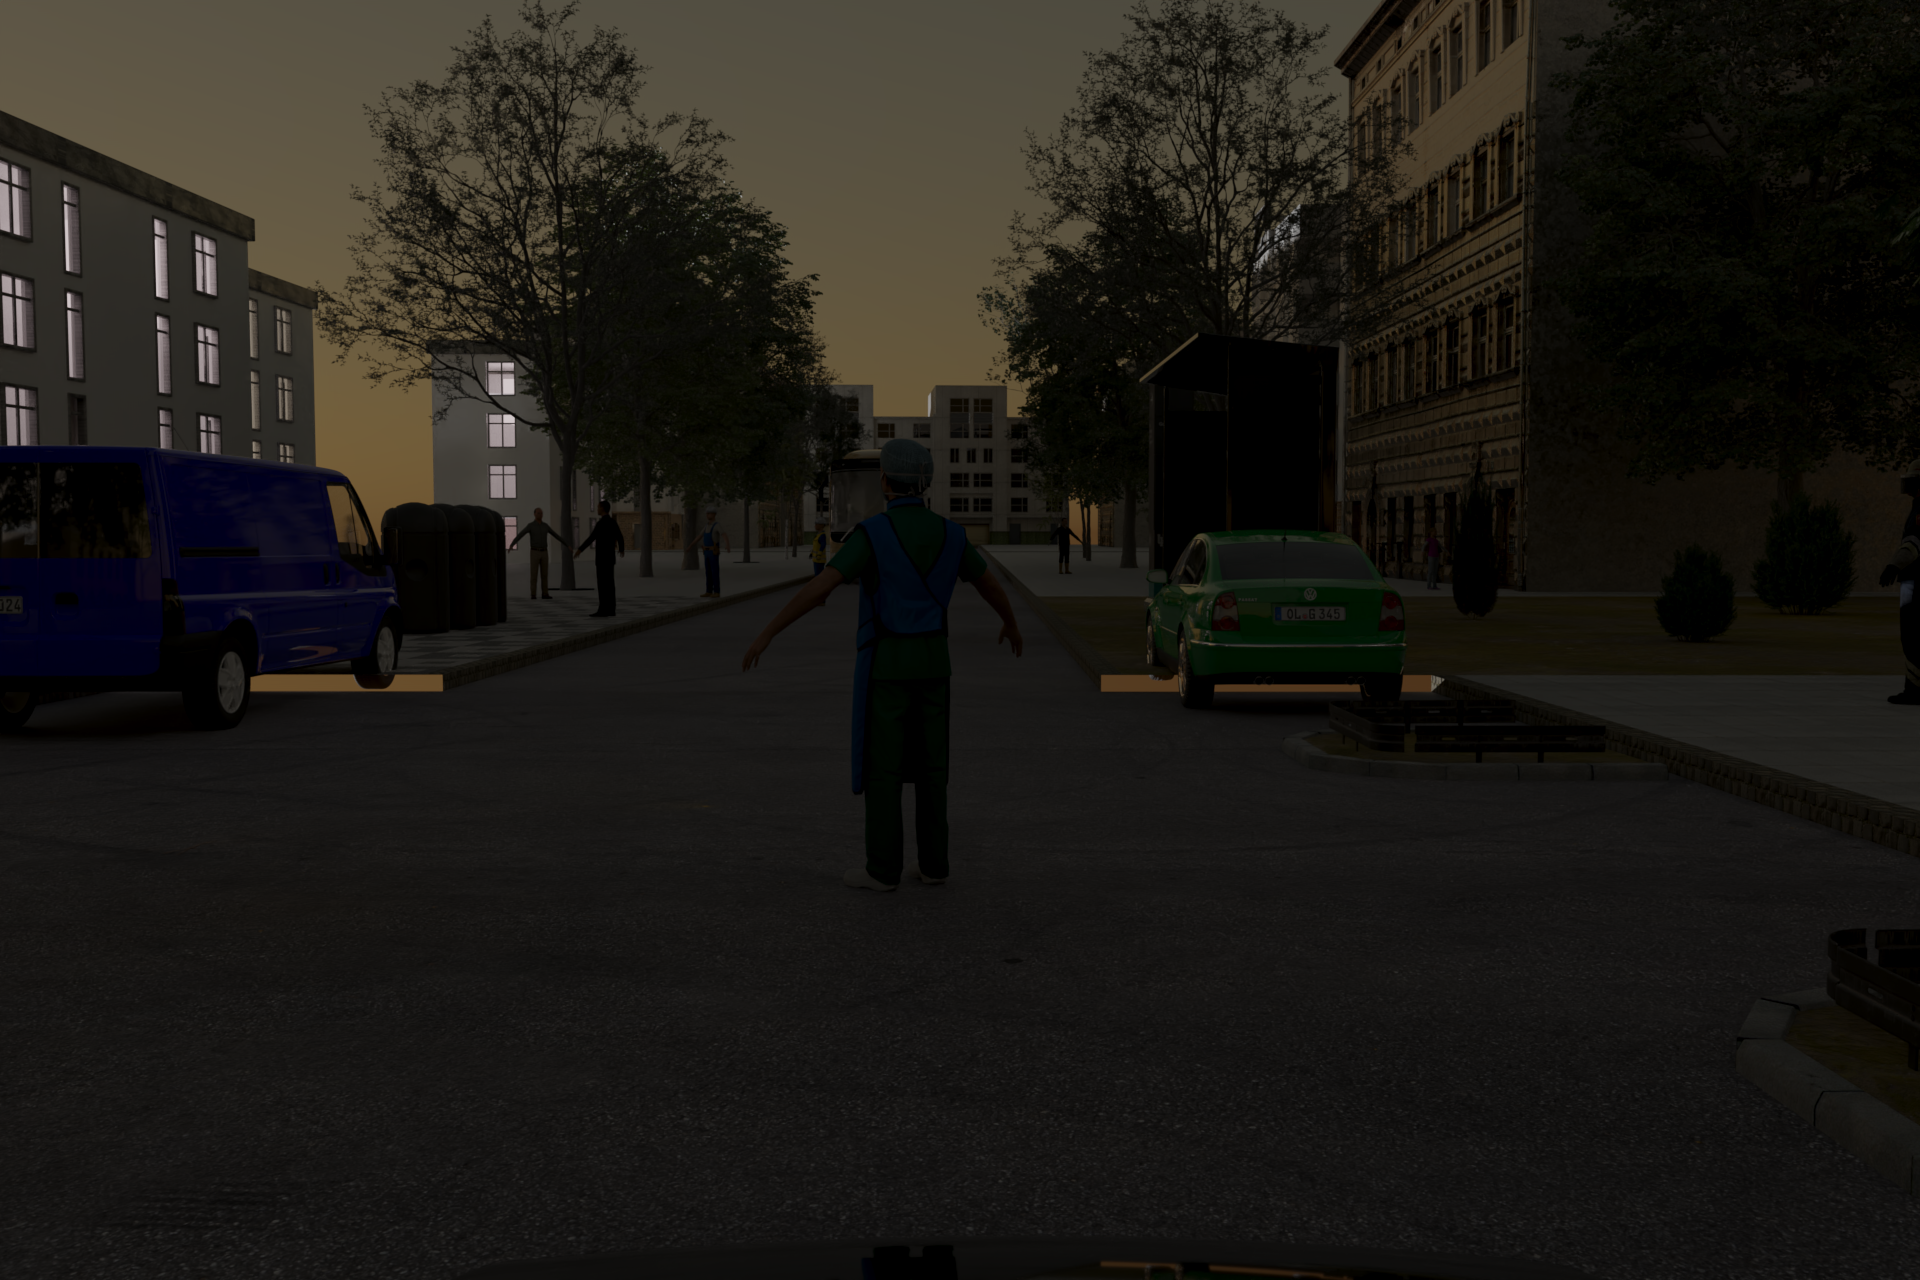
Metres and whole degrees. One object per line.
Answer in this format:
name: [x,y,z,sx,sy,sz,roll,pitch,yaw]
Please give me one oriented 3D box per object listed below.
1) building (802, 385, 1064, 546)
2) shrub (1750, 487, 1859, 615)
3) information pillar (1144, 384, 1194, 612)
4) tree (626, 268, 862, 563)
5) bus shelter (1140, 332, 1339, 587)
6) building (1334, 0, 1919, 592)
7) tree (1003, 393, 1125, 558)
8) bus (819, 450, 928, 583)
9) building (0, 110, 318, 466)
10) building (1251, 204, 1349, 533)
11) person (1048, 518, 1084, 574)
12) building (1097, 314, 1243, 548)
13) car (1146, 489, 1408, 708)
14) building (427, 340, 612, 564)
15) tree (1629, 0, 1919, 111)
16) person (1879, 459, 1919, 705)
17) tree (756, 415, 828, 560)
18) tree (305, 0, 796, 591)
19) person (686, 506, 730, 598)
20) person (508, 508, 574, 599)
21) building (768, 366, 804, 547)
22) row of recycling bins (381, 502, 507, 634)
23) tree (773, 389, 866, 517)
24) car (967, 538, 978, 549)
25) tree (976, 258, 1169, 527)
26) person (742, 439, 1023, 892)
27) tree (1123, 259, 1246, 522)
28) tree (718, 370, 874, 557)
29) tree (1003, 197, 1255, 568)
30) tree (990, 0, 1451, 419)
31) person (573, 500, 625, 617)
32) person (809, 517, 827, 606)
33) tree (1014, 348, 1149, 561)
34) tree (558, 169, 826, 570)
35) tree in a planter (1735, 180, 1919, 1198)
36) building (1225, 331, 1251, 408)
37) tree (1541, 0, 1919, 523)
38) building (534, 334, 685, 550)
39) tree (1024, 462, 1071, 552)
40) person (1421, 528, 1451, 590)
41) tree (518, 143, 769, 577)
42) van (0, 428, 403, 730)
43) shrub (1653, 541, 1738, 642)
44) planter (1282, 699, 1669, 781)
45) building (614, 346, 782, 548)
building: [-3.451,-21.000,212.263,31.486,18.905,16.747,0,4,-4]
shrub: [13.425,-1.415,27.557,1.690,2.028,1.600,0,3,0]
information pillar: [3.437,-2.378,28.251,0.750,3.857,0.750,0,4,-2]
tree: [-9.433,-10.172,76.690,12.009,13.543,11.850,0,3,0]
bus shelter: [3.611,-1.959,23.316,1.731,3.624,6.357,0,4,0]
building: [21.694,-13.194,46.658,19.493,23.208,18.063,0,3,0]
tree: [6.696,-9.679,92.671,8.767,10.594,7.601,0,4,-5]
bus: [-2.422,-3.825,54.084,2.896,3.916,12.252,0,4,0]
building: [-23.296,-6.371,46.313,9.099,9.664,28.070,0,4,1]
building: [22.078,-14.906,100.128,16.016,20.090,11.380,0,3,0]
person: [3.370,-3.029,55.669,1.346,1.812,0.704,-2,4,-29]
building: [23.875,-20.952,173.490,19.493,23.208,18.063,0,3,0]
car: [2.721,-0.418,15.624,1.959,1.807,4.718,0,4,0]
building: [-22.335,-8.982,89.002,9.099,9.664,28.070,0,4,0]
tree: [9.239,-6.223,12.110,12.009,13.543,11.850,0,3,0]
person: [7.233,-0.442,13.096,0.704,1.845,1.351,3,5,40]
tree: [-8.727,-8.367,87.167,4.737,8.622,4.395,0,3,0]
tree: [-8.977,-7.882,39.246,12.009,13.543,11.850,0,3,0]
person: [-5.032,-1.781,34.976,1.347,1.847,0.705,3,5,43]
person: [-8.277,-1.702,34.097,1.348,1.796,0.705,-2,4,-35]
building: [-26.582,-21.510,182.616,19.493,23.208,18.063,0,4,0]
row of recycling bins: [-7.012,-1.023,23.841,1.069,1.692,3.534,0,4,1]
tree: [-8.657,-10.773,110.547,7.601,10.594,8.767,-1,4,-11]
car: [-0.257,-3.398,68.140,1.945,1.354,3.894,0,3,0]
tree: [7.100,-15.392,107.550,12.611,20.169,13.585,0,3,0]
person: [-0.245,0.094,7.050,1.347,1.817,0.704,-2,4,-35]
tree: [6.082,-5.910,46.986,4.360,8.622,3.978,0,3,0]
tree: [-9.092,-9.804,94.711,8.767,10.594,7.601,-1,4,-9]
tree: [6.412,-9.692,65.124,9.857,13.997,8.962,0,3,0]
tree: [5.722,-7.757,37.195,12.009,13.543,11.850,0,3,0]
person: [-5.541,-1.266,26.922,0.704,1.802,1.346,1,4,21]
person: [-2.870,-1.563,34.476,0.721,1.772,1.216,-1,4,-12]
tree: [6.341,-9.041,82.225,8.767,10.594,7.601,3,4,38]
tree: [-9.561,-9.487,61.765,9.857,13.997,8.962,0,3,0]
tree in a planter: [3.057,-0.422,4.127,1.991,3.239,1.994,0,4,0]
building: [25.244,-18.374,156.829,16.016,20.090,11.380,0,4,1]
tree: [15.942,-7.732,33.081,9.857,13.997,8.962,0,3,0]
building: [-28.500,-17.391,140.767,16.016,20.090,11.380,0,4,1]
tree: [6.766,-10.411,120.577,4.737,8.622,4.395,0,3,0]
person: [10.919,-1.867,39.791,0.991,1.433,0.599,-2,4,-35]
tree: [-9.746,-8.146,51.321,7.486,12.596,7.792,0,3,0]
van: [-6.260,-0.609,14.348,2.240,2.365,5.245,0,4,0]
shrub: [8.768,-0.582,20.633,1.383,1.207,1.383,0,3,0]
planter: [3.121,0.617,11.051,1.991,0.319,1.994,0,4,0]
building: [-27.266,-20.361,163.837,19.493,23.208,18.063,0,3,0]
